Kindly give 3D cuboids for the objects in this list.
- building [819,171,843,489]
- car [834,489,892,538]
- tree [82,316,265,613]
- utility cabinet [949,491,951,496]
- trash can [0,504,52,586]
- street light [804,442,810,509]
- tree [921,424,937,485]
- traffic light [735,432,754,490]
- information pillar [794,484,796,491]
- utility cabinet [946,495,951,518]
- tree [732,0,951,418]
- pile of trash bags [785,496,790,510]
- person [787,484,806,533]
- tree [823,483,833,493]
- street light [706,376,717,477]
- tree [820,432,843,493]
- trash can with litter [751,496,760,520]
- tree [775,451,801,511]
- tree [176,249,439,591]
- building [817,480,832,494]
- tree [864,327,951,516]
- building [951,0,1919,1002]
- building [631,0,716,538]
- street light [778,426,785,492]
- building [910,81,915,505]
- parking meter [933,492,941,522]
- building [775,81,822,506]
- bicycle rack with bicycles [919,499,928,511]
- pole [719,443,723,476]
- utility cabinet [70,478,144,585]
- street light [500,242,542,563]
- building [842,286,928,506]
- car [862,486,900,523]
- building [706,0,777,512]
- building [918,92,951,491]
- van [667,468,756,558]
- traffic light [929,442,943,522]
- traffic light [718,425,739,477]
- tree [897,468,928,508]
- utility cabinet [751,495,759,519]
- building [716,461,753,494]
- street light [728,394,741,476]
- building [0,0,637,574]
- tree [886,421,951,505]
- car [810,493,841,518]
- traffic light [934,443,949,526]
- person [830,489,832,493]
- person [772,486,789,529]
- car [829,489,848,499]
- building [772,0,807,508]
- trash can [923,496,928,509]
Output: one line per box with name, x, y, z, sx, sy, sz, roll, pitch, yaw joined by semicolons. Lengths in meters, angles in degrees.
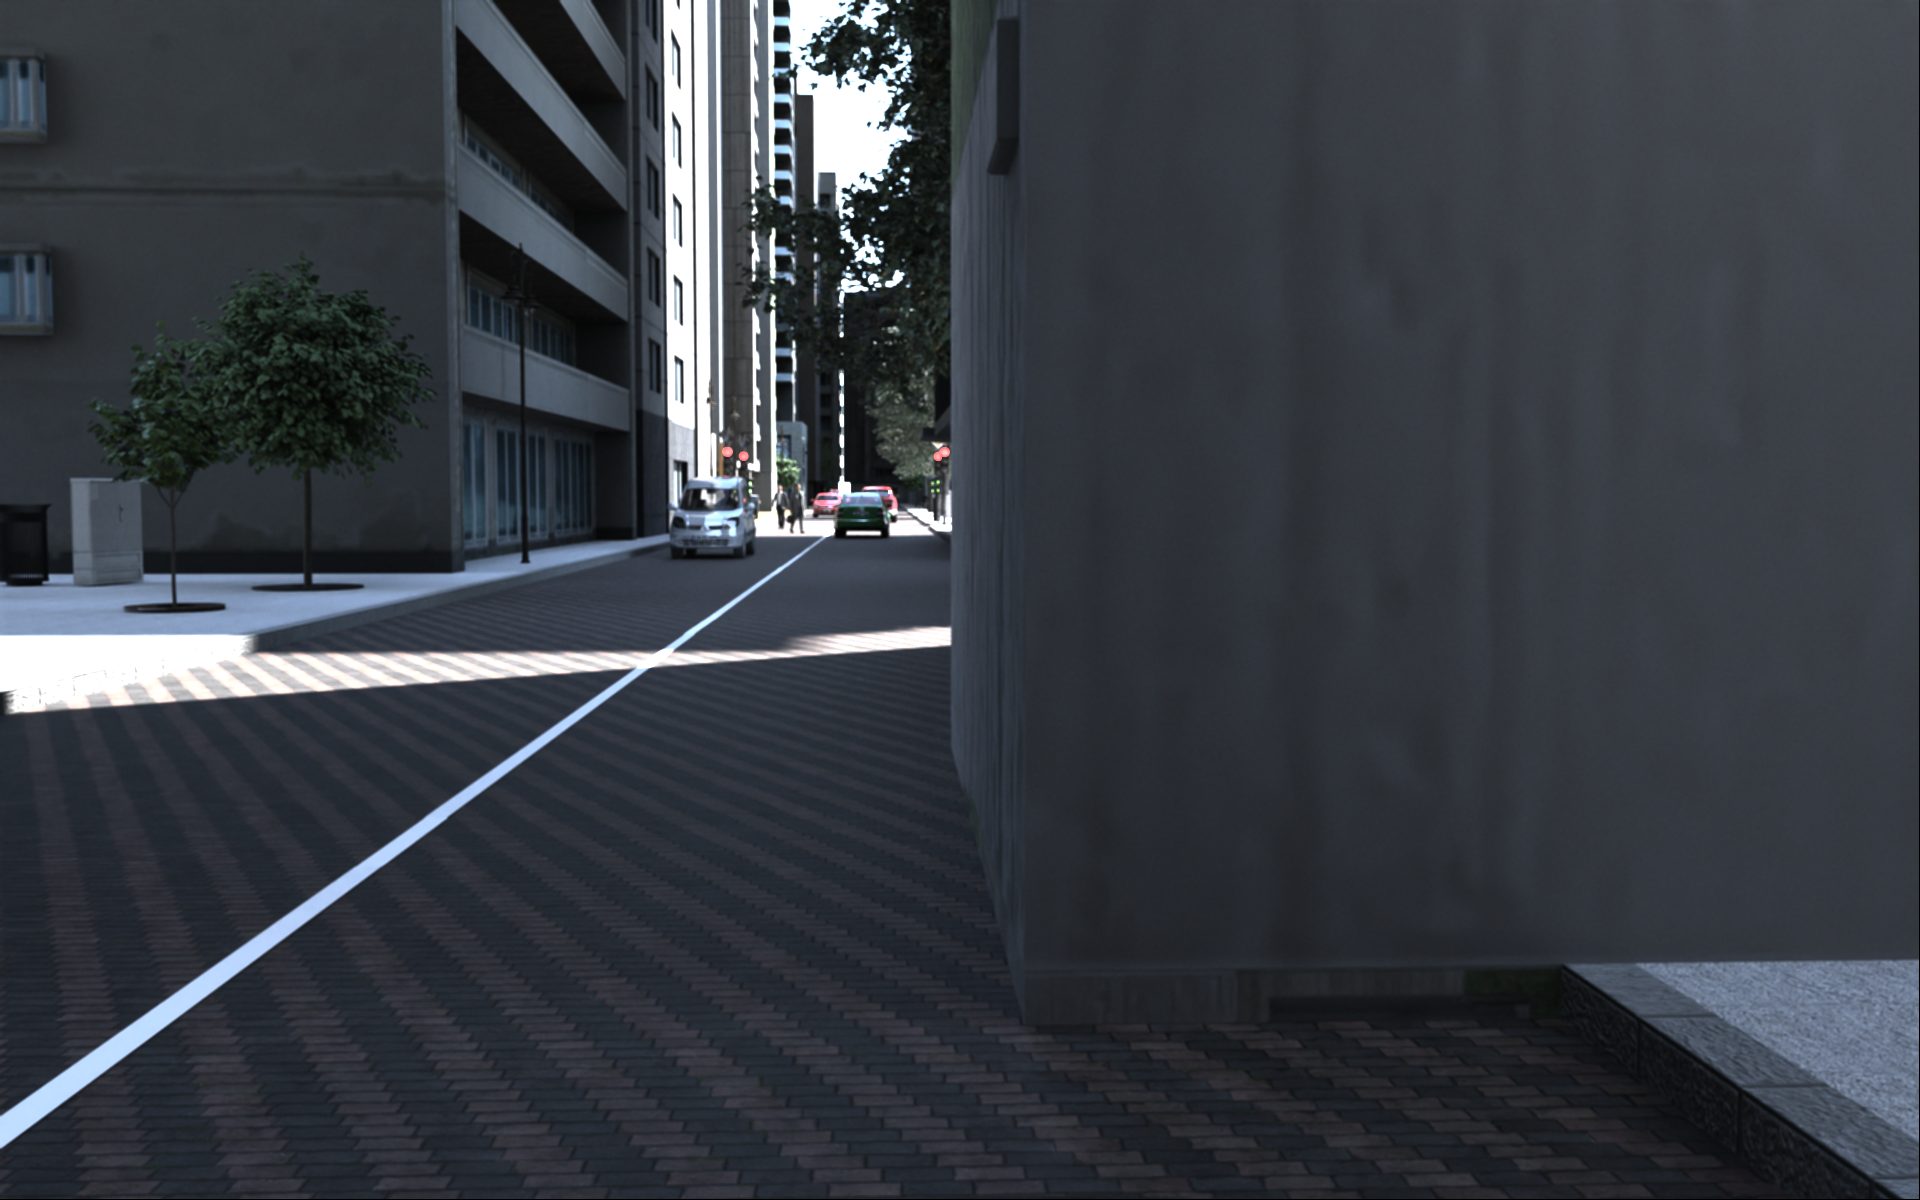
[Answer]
building;-27.720;-38.088;246.437;21.600;48.544;21.300;0;4;-2
car;-3.269;-3.029;58.328;1.959;1.807;4.718;0;4;-1
tree;-8.817;-1.496;19.060;1.663;3.219;1.824;0;3;0
utility cabinet;-0.288;-6.561;115.958;1.173;1.500;0.318;2;4;23
trash can;-13.112;-0.770;24.242;0.748;1.137;0.748;0;3;0
street light;-13.344;-10.929;151.483;0.468;5.910;1.993;0;4;-2
tree;-1.902;-11.041;130.887;4.737;8.622;4.395;0;3;0
traffic light;-9.703;-5.452;78.059;0.839;4.253;0.868;0;4;-2
information pillar;-11.559;-7.207;122.326;0.304;2.012;0.304;1;4;8
utility cabinet;-0.570;-5.026;93.343;0.306;1.237;1.020;0;4;3
tree;1.949;-6.623;25.292;9.611;12.733;9.660;0;3;0
pile of trash bags;-14.288;-7.918;139.209;1.912;1.369;3.447;2;4;26
person;-5.926;-3.336;63.150;0.694;1.812;0.767;-2;4;-31
tree;-17.727;-14.435;230.605;1.663;3.219;1.824;0;3;0
street light;-9.808;-5.837;68.227;0.468;5.910;1.993;0;4;-2
tree;-15.684;-15.392;202.021;4.737;8.622;4.395;0;3;0
trash can with litter;-10.326;-4.600;86.595;0.624;1.170;1.055;0;4;-1
tree;-13.798;-9.070;132.001;4.285;4.588;4.351;0;3;0
tree;-8.790;-2.424;23.346;4.285;4.588;4.351;0;3;0
building;-30.877;-34.377;216.694;28.867;44.769;22.147;0;4;-2
tree;-1.984;-13.166;121.922;9.857;13.997;8.962;0;3;0
building;6.886;-19.997;10.539;14.154;41.232;14.086;0;4;-2
building;-19.868;-37.927;58.364;20.611;71.187;20.563;0;4;-2
street light;-11.807;-8.695;114.950;0.468;5.910;1.993;0;4;-2
building;4.362;-41.167;215.080;21.231;58.520;28.212;0;4;-2
parking meter;-1.078;-4.436;80.935;0.372;1.533;0.369;0;3;0
building;-22.579;-33.035;190.240;14.600;45.320;14.200;0;4;-2
bicycle rack with bicycles;-1.785;-6.995;127.749;2.852;0.926;2.925;-2;4;-28
pole;-9.466;-4.574;68.630;0.158;3.312;0.155;0;3;0
utility cabinet;-12.049;-0.968;24.509;0.318;1.500;1.173;0;4;7
street light;-8.083;-3.624;32.037;0.468;5.910;1.993;0;4;-2
building;-9.540;-28.885;243.976;14.107;30.474;14.160;0;4;-2
car;-4.217;-4.863;88.187;2.281;1.827;5.304;0;4;-2
building;-20.428;-26.764;121.192;14.154;41.232;14.086;0;4;-2
building;10.354;-35.666;172.377;28.713;52.752;27.495;0;4;-2
van;-5.674;-2.016;39.979;2.013;2.044;4.112;0;4;-2
traffic light;-1.001;-5.476;78.453;0.839;4.253;0.868;0;4;-2
traffic light;-9.355;-4.964;70.082;0.839;4.253;0.868;0;4;-2
tree;-4.082;-10.617;157.308;4.285;4.588;4.351;0;3;0
utility cabinet;-10.830;-4.744;88.720;1.020;1.237;0.306;-2;4;-29
building;-27.927;-24.587;93.882;32.217;40.220;23.993;0;4;-2
street light;-10.193;-6.452;78.282;0.468;5.910;1.993;0;4;-2
building;-19.313;-25.250;36.541;21.300;48.544;21.600;0;4;-2
tree;-3.410;-14.173;149.853;7.486;12.596;7.792;0;3;0
car;-8.094;-5.948;106.294;2.155;1.783;4.494;0;4;-3
traffic light;-0.652;-4.988;70.476;0.839;4.253;0.868;0;4;-2
person;-9.236;-7.082;124.690;0.834;1.777;0.661;-1;4;-23
person;-7.337;-3.780;70.709;0.661;1.777;0.834;0;4;-3
car;-9.806;-8.011;139.660;2.281;1.827;5.304;0;4;-4
building;-25.825;-52.207;166.262;22.319;86.520;31.000;0;4;-2
trash can;-2.828;-8.227;146.170;0.748;1.137;0.748;0;3;0
